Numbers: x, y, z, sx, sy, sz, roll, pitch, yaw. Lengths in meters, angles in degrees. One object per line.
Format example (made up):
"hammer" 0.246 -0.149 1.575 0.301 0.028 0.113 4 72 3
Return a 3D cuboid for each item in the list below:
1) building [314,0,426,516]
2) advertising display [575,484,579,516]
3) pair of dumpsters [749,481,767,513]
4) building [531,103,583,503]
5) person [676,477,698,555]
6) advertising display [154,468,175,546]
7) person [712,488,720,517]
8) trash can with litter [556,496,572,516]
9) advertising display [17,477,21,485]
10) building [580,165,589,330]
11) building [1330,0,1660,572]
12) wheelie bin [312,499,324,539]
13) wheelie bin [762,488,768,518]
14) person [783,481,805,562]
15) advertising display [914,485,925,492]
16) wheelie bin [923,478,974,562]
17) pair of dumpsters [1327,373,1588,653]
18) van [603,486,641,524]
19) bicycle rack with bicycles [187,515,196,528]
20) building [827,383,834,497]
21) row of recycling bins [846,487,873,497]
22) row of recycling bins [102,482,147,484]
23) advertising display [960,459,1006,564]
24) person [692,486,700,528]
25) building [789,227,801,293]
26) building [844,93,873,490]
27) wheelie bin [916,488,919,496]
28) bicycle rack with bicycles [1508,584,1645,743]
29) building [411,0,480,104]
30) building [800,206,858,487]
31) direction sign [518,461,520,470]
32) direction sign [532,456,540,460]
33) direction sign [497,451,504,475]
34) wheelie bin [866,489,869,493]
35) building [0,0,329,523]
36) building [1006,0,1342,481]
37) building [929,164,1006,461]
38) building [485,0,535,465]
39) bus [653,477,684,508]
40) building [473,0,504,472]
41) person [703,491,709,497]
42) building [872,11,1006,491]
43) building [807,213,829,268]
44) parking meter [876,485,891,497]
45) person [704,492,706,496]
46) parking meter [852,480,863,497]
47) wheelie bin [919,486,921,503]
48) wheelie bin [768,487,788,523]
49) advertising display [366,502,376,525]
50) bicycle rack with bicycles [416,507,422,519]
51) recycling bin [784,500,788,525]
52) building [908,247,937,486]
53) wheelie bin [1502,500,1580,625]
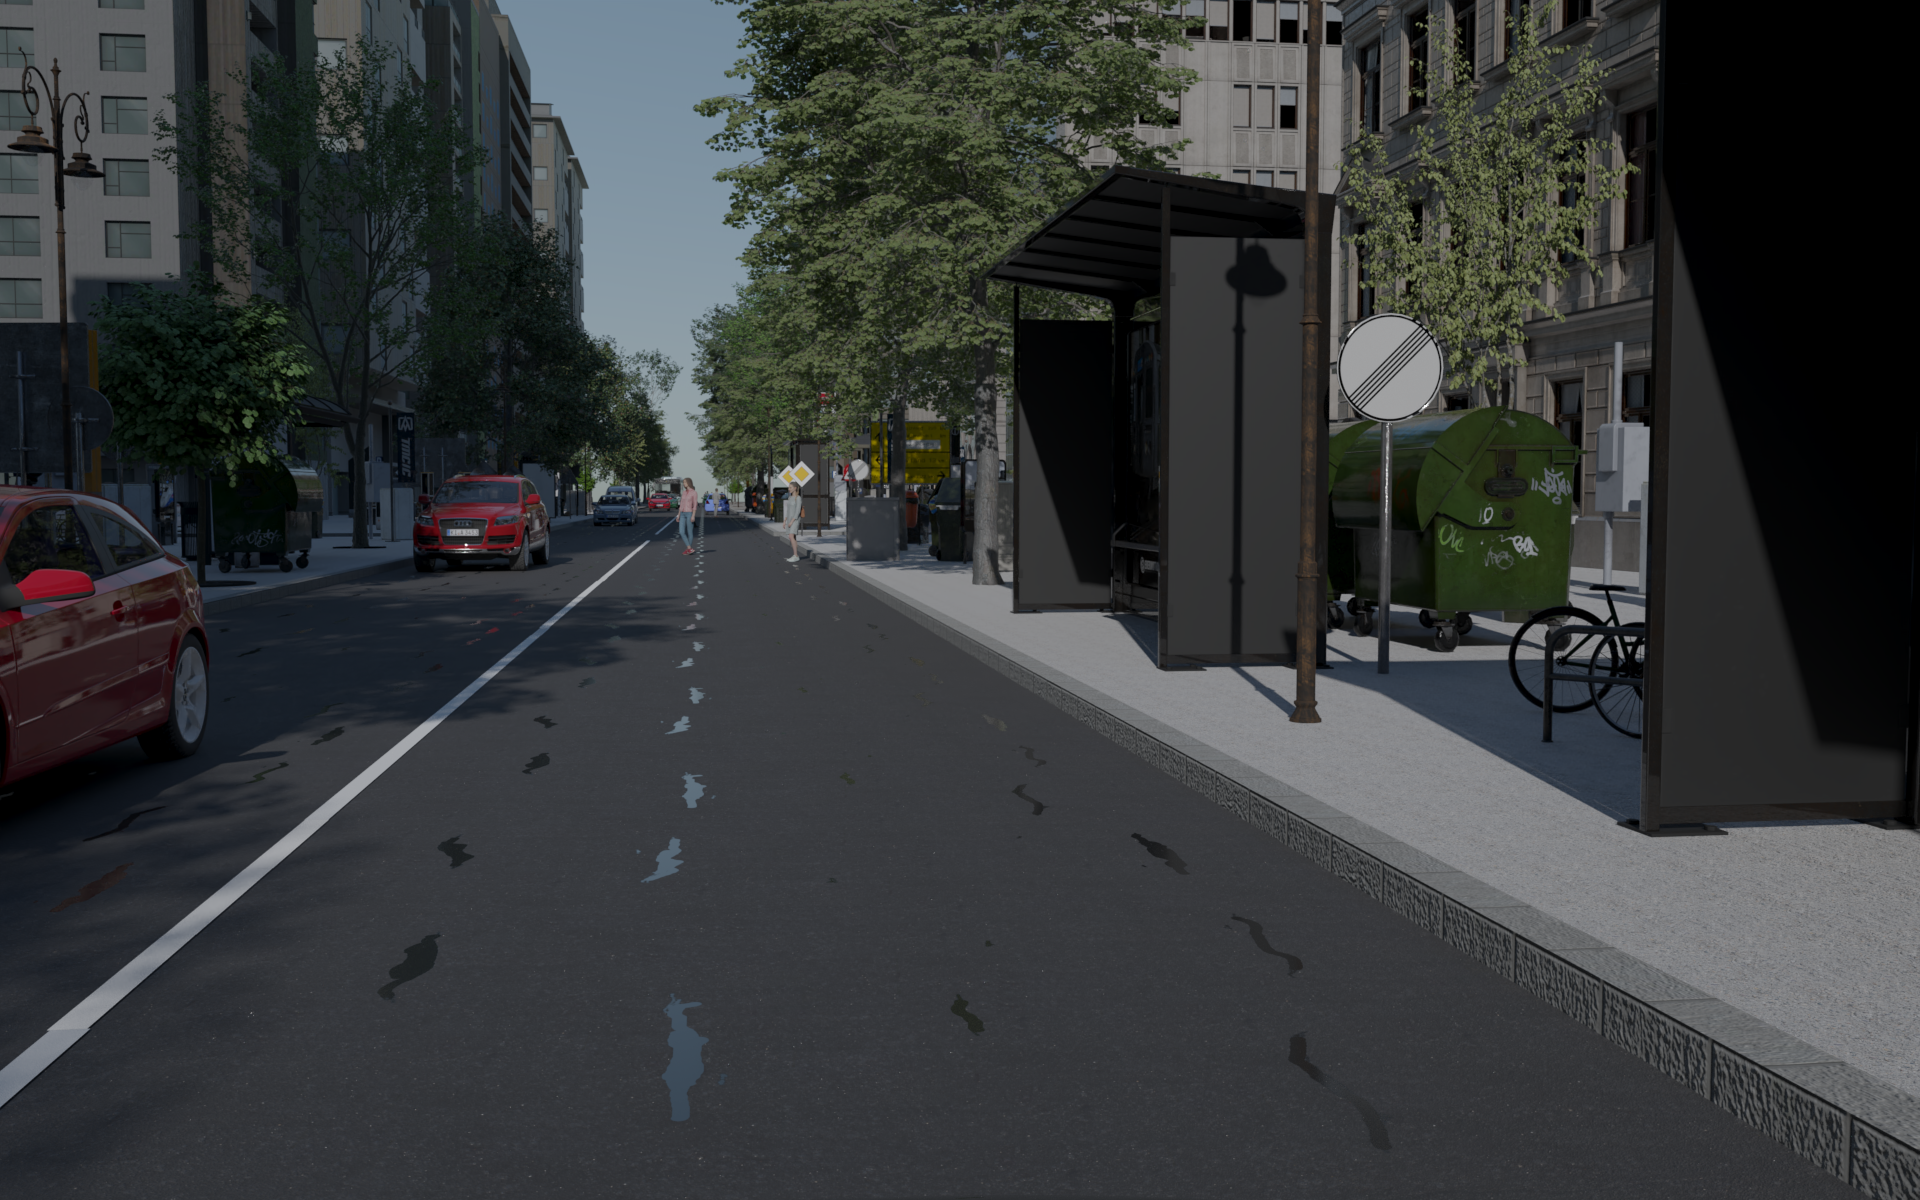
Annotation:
"building" -49.473 -31.866 110.247 28.713 52.752 27.495 -1 4 -8
"advertising display" -22.536 -5.912 101.882 0.123 1.923 0.974 -1 4 -17
"pair of dumpsters" -13.678 -7.136 119.162 1.574 2.255 4.437 -1 4 -9
"building" -67.648 -39.548 235.843 28.713 52.752 27.495 -1 4 -8
"person" -6.445 -1.977 40.827 0.555 1.821 0.388 1 4 23
"advertising display" -19.819 -2.322 43.173 0.123 1.923 0.974 0 4 -4
"person" -15.074 -6.044 107.526 0.606 1.804 0.583 2 4 25
"trash can with litter" -22.725 -5.362 99.059 0.624 1.170 1.055 3 4 39
"advertising display" -25.125 -2.549 46.885 0.974 1.923 0.123 1 4 21
"building" -71.429 -41.210 263.026 28.713 52.752 27.495 -1 4 -8
"building" 15.015 -10.329 33.511 10.561 19.102 19.286 -1 4 -8
"wheelie bin" -18.794 -2.574 49.990 0.980 1.594 0.693 0 4 -2
"wheelie bin" -10.258 -5.291 94.408 0.980 1.594 0.693 -1 4 -22
"person" -3.547 -1.679 36.953 0.522 1.701 0.512 -3 4 -38
"advertising display" -2.347 -5.634 97.326 0.123 1.923 0.974 -2 4 -25
"wheelie bin" -0.067 -1.543 33.135 0.980 1.594 0.693 2 4 31
"pair of dumpsters" 4.053 -0.826 15.991 1.574 2.255 4.437 -1 4 -8
"van" -16.744 -4.792 85.363 2.013 2.044 4.112 -1 4 -10
"bicycle rack with bicycles" -29.987 -3.165 65.123 2.925 0.926 2.852 -2 4 -34
"building" -12.923 -28.542 238.363 14.160 30.474 14.107 -1 4 -8
"row of recycling bins" -5.631 -6.112 107.036 3.534 1.692 1.069 1 4 17
"row of recycling bins" -28.950 -3.218 59.730 1.069 1.692 3.534 2 4 24
"advertising display" 0.434 -1.639 32.007 0.974 1.923 0.123 -3 4 -36
"person" -11.232 -3.923 73.043 0.661 1.777 0.834 3 4 36
"building" -16.733 -40.418 284.530 21.300 48.544 21.600 -1 4 -8
"building" -0.103 -31.703 172.965 22.147 44.769 28.867 -1 4 -8
"wheelie bin" -1.328 -3.555 66.028 0.693 1.594 0.980 3 4 37
"bicycle rack with bicycles" 4.258 0.257 9.188 2.925 0.926 2.852 3 5 44
"building" -45.832 -27.738 137.105 14.154 41.232 14.086 -1 4 -8
"building" -17.070 -37.656 265.791 14.600 45.320 14.200 -1 4 -8
"direction sign" -24.788 -6.428 97.103 0.379 3.537 0.876 1 4 12
"direction sign" -19.885 -5.512 82.116 0.379 3.537 0.876 3 5 43
"direction sign" -23.326 -5.898 88.434 0.876 3.537 0.379 3 4 38
"wheelie bin" -6.051 -6.254 110.165 0.980 1.594 0.693 -3 5 -39
"building" -37.393 -18.706 77.544 14.160 30.474 14.107 -1 4 -8
"building" 12.936 -15.981 79.309 19.932 24.808 12.078 -1 4 -8
"building" 5.979 -16.069 104.526 13.314 21.916 24.055 -1 4 -8
"building" -53.372 -33.309 168.306 21.300 48.544 21.600 -1 4 -8
"bus" -30.009 -11.276 179.214 2.948 3.499 13.247 0 4 -7
"building" -47.840 -30.645 151.160 14.600 45.320 14.200 -1 4 -8
"person" -35.828 -14.528 245.665 1.348 1.869 0.705 -1 4 -15
"building" -0.833 -28.591 151.054 14.154 41.232 14.086 -1 4 -8
"building" -15.314 -34.759 251.905 14.154 41.232 14.086 -1 4 -8
"parking meter" -2.793 -3.239 61.362 0.372 1.533 0.369 0 3 0
"person" -35.956 -14.390 244.687 0.541 1.710 0.530 1 4 15
"parking meter" -3.954 -3.743 66.909 0.399 1.863 0.255 -2 4 -34
"wheelie bin" -0.212 -1.697 35.659 0.693 1.594 0.980 2 4 35
"wheelie bin" -7.997 -4.273 77.764 0.980 1.594 0.693 0 4 -6
"advertising display" -24.396 -4.067 71.709 0.974 1.923 0.123 -1 4 -16
"bicycle rack with bicycles" -26.271 -4.553 87.829 2.852 0.926 2.925 0 4 -2
"recycling bin" -6.786 -3.599 71.397 0.722 1.027 0.722 2 4 31
"building" 2.401 -17.786 126.960 11.583 22.565 21.152 -1 4 -8
"wheelie bin" 5.729 -0.574 17.290 0.693 1.594 0.980 3 4 38
